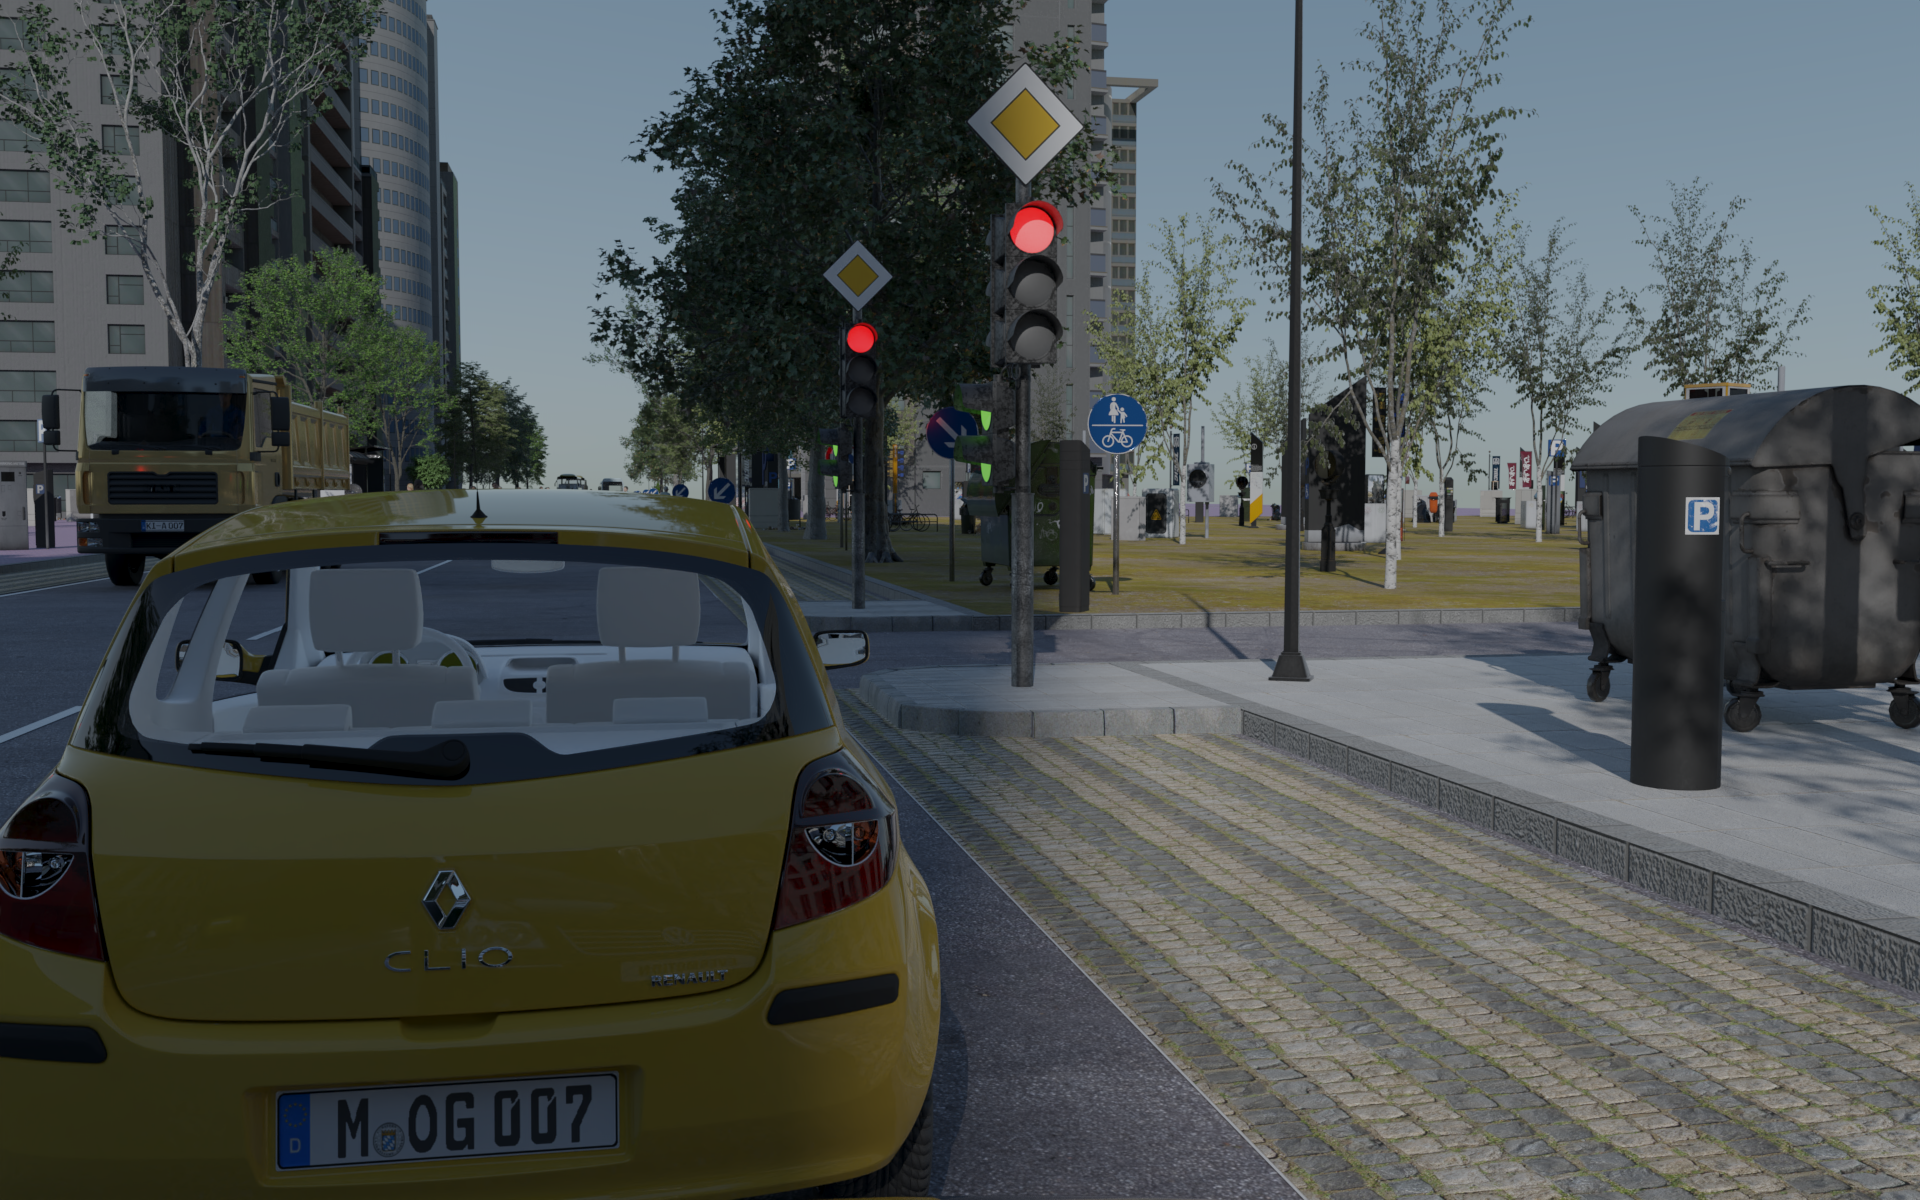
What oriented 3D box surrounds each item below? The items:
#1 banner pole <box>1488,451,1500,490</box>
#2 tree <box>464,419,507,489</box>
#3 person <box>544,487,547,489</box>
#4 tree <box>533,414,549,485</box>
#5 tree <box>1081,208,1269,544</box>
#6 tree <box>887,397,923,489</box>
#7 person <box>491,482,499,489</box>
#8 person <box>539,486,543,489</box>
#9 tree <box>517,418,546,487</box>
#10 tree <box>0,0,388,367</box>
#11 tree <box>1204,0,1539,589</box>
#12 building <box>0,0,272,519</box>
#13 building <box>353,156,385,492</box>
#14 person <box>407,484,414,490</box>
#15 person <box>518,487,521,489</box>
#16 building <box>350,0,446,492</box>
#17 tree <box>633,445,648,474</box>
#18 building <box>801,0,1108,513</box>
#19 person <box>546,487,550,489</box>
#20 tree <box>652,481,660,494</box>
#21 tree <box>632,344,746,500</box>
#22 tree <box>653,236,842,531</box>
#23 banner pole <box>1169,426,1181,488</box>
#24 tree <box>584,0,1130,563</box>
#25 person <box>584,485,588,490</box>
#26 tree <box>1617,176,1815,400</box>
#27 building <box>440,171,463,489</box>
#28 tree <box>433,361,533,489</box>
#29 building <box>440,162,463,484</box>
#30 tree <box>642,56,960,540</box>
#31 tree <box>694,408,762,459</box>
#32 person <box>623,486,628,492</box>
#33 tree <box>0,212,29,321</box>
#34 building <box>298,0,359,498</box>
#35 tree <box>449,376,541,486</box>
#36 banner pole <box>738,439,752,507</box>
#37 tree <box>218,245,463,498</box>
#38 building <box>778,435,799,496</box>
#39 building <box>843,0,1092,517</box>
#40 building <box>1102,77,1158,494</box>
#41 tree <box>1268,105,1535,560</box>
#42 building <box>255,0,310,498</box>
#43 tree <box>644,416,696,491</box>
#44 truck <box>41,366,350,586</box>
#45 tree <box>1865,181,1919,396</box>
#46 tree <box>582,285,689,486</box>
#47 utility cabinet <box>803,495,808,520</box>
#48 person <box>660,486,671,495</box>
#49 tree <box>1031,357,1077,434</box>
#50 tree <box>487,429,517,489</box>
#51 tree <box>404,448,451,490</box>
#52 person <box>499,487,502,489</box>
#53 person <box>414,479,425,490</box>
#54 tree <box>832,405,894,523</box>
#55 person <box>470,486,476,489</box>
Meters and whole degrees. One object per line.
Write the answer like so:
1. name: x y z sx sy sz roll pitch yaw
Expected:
1. banner pole: 30.742 -6.720 99.882 0.863 3.779 0.401 0 4 -2
2. tree: -43.161 -12.637 156.974 4.360 8.622 3.978 0 3 0
3. person: -26.316 -6.250 110.315 1.348 1.869 0.705 -2 4 -27
4. tree: -59.659 -19.531 237.461 7.486 12.596 7.792 0 3 0
5. tree: 5.531 -5.750 44.383 4.737 8.622 4.395 0 3 0
6. tree: -4.140 -8.734 93.169 4.737 8.622 4.395 0 3 0
7. person: -14.451 -2.793 54.355 0.592 1.802 0.473 1 4 18
8. person: -20.566 -4.665 84.869 0.616 1.811 0.778 -3 4 -36
9. tree: -58.519 -18.463 227.623 9.928 11.665 9.643 0 3 0
10. tree: -23.912 -11.931 50.954 12.611 20.169 13.585 0 3 0
11. tree: 5.741 -4.471 23.470 4.360 8.622 3.978 0 3 0
12. building: -46.275 -19.767 94.892 14.160 30.474 14.107 -1 4 -11
13. building: -56.468 -22.800 144.483 14.160 30.474 14.107 -1 4 -11
14. person: -18.298 -2.985 57.665 0.694 1.780 0.624 -2 4 -30
15. person: -23.353 -5.066 91.533 0.583 1.804 0.606 0 4 -5
16. building: -69.253 -39.648 190.247 21.231 58.520 28.212 -1 4 -11
17. tree: -41.296 -19.046 237.155 9.928 11.665 9.643 0 3 0
18. building: -1.088 -35.678 125.328 21.231 58.520 28.212 -1 4 -11
19. person: -20.587 -4.745 86.427 0.374 1.781 0.599 2 4 33
20. tree: -39.283 -14.099 225.113 1.663 3.219 1.824 0 3 0
21. tree: -14.620 -10.088 99.347 8.767 10.594 7.601 0 4 -6
22. tree: -6.408 -8.613 58.957 7.486 12.596 7.792 0 3 0
23. banner pole: 7.793 -4.469 63.091 0.401 3.779 0.863 -2 4 -24
24. tree: -1.626 -7.050 32.273 9.611 12.733 9.660 0 3 0
25. person: -14.261 -3.486 65.842 0.624 1.780 0.694 -3 5 -43
26. tree: 17.240 -5.487 40.070 4.360 8.622 3.978 0 3 0
27. building: -69.209 -32.337 212.302 14.154 41.232 14.086 -1 4 -11
28. tree: -41.416 -14.046 147.771 7.486 12.596 7.792 0 3 0
29. building: -73.110 -35.256 226.551 14.600 45.320 14.200 -1 4 -11
30. tree: -4.109 -8.694 48.797 9.857 13.997 8.962 0 3 0
31. tree: -12.082 -8.576 90.572 4.737 8.622 4.395 0 3 0
32. person: -16.073 -4.624 84.117 0.660 1.820 0.620 3 5 44
33. tree: -18.571 -4.845 29.578 4.737 8.622 4.395 0 3 0
34. building: -56.497 -30.672 125.185 21.300 48.544 21.600 -1 4 -11
35. tree: -49.988 -17.115 186.491 9.857 13.997 8.962 0 3 0
36. banner pole: -8.662 -4.849 69.304 0.863 3.779 0.401 2 4 27
37. tree: -26.683 -8.913 71.483 9.928 11.665 9.643 0 3 0
38. building: -17.008 -36.364 214.158 23.786 49.044 30.456 -1 4 -11
39. building: -0.574 -25.701 103.799 14.154 41.232 14.086 -1 4 -11
40. building: -1.402 -28.187 152.746 32.217 40.220 23.993 -1 4 -11
41. tree: 8.779 -5.090 33.582 4.737 8.622 4.395 0 3 0
42. building: -49.656 -25.995 108.605 14.154 41.232 14.086 -1 4 -11
43. tree: -22.150 -11.339 135.761 4.360 8.622 3.978 0 3 0
44. truck: -12.470 -2.049 29.423 3.469 3.379 9.791 -1 4 -10
45. tree: 22.978 -5.500 40.295 4.737 8.622 4.395 0 3 0
46. tree: -26.465 -18.141 152.494 12.611 20.169 13.585 0 3 0
47. utility cabinet: -7.456 -4.677 87.627 1.020 1.237 0.306 -3 5 -44
48. person: -12.397 -3.926 73.178 0.782 1.767 0.515 1 4 12
49. tree: 4.468 -8.744 93.334 4.360 8.622 3.978 0 3 0
50. tree: -32.790 -10.702 100.741 9.928 11.665 9.643 0 3 0
51. tree: -37.478 -8.465 122.116 4.285 4.588 4.351 0 3 0
52. person: -20.927 -4.251 78.495 0.515 1.767 0.782 0 4 -1
53. person: -13.441 -2.094 42.985 0.600 1.795 0.529 3 5 42
54. tree: -5.183 -7.753 77.126 4.360 8.622 3.978 0 3 0
55. person: -17.116 -3.134 60.571 0.643 1.720 0.563 1 4 9
